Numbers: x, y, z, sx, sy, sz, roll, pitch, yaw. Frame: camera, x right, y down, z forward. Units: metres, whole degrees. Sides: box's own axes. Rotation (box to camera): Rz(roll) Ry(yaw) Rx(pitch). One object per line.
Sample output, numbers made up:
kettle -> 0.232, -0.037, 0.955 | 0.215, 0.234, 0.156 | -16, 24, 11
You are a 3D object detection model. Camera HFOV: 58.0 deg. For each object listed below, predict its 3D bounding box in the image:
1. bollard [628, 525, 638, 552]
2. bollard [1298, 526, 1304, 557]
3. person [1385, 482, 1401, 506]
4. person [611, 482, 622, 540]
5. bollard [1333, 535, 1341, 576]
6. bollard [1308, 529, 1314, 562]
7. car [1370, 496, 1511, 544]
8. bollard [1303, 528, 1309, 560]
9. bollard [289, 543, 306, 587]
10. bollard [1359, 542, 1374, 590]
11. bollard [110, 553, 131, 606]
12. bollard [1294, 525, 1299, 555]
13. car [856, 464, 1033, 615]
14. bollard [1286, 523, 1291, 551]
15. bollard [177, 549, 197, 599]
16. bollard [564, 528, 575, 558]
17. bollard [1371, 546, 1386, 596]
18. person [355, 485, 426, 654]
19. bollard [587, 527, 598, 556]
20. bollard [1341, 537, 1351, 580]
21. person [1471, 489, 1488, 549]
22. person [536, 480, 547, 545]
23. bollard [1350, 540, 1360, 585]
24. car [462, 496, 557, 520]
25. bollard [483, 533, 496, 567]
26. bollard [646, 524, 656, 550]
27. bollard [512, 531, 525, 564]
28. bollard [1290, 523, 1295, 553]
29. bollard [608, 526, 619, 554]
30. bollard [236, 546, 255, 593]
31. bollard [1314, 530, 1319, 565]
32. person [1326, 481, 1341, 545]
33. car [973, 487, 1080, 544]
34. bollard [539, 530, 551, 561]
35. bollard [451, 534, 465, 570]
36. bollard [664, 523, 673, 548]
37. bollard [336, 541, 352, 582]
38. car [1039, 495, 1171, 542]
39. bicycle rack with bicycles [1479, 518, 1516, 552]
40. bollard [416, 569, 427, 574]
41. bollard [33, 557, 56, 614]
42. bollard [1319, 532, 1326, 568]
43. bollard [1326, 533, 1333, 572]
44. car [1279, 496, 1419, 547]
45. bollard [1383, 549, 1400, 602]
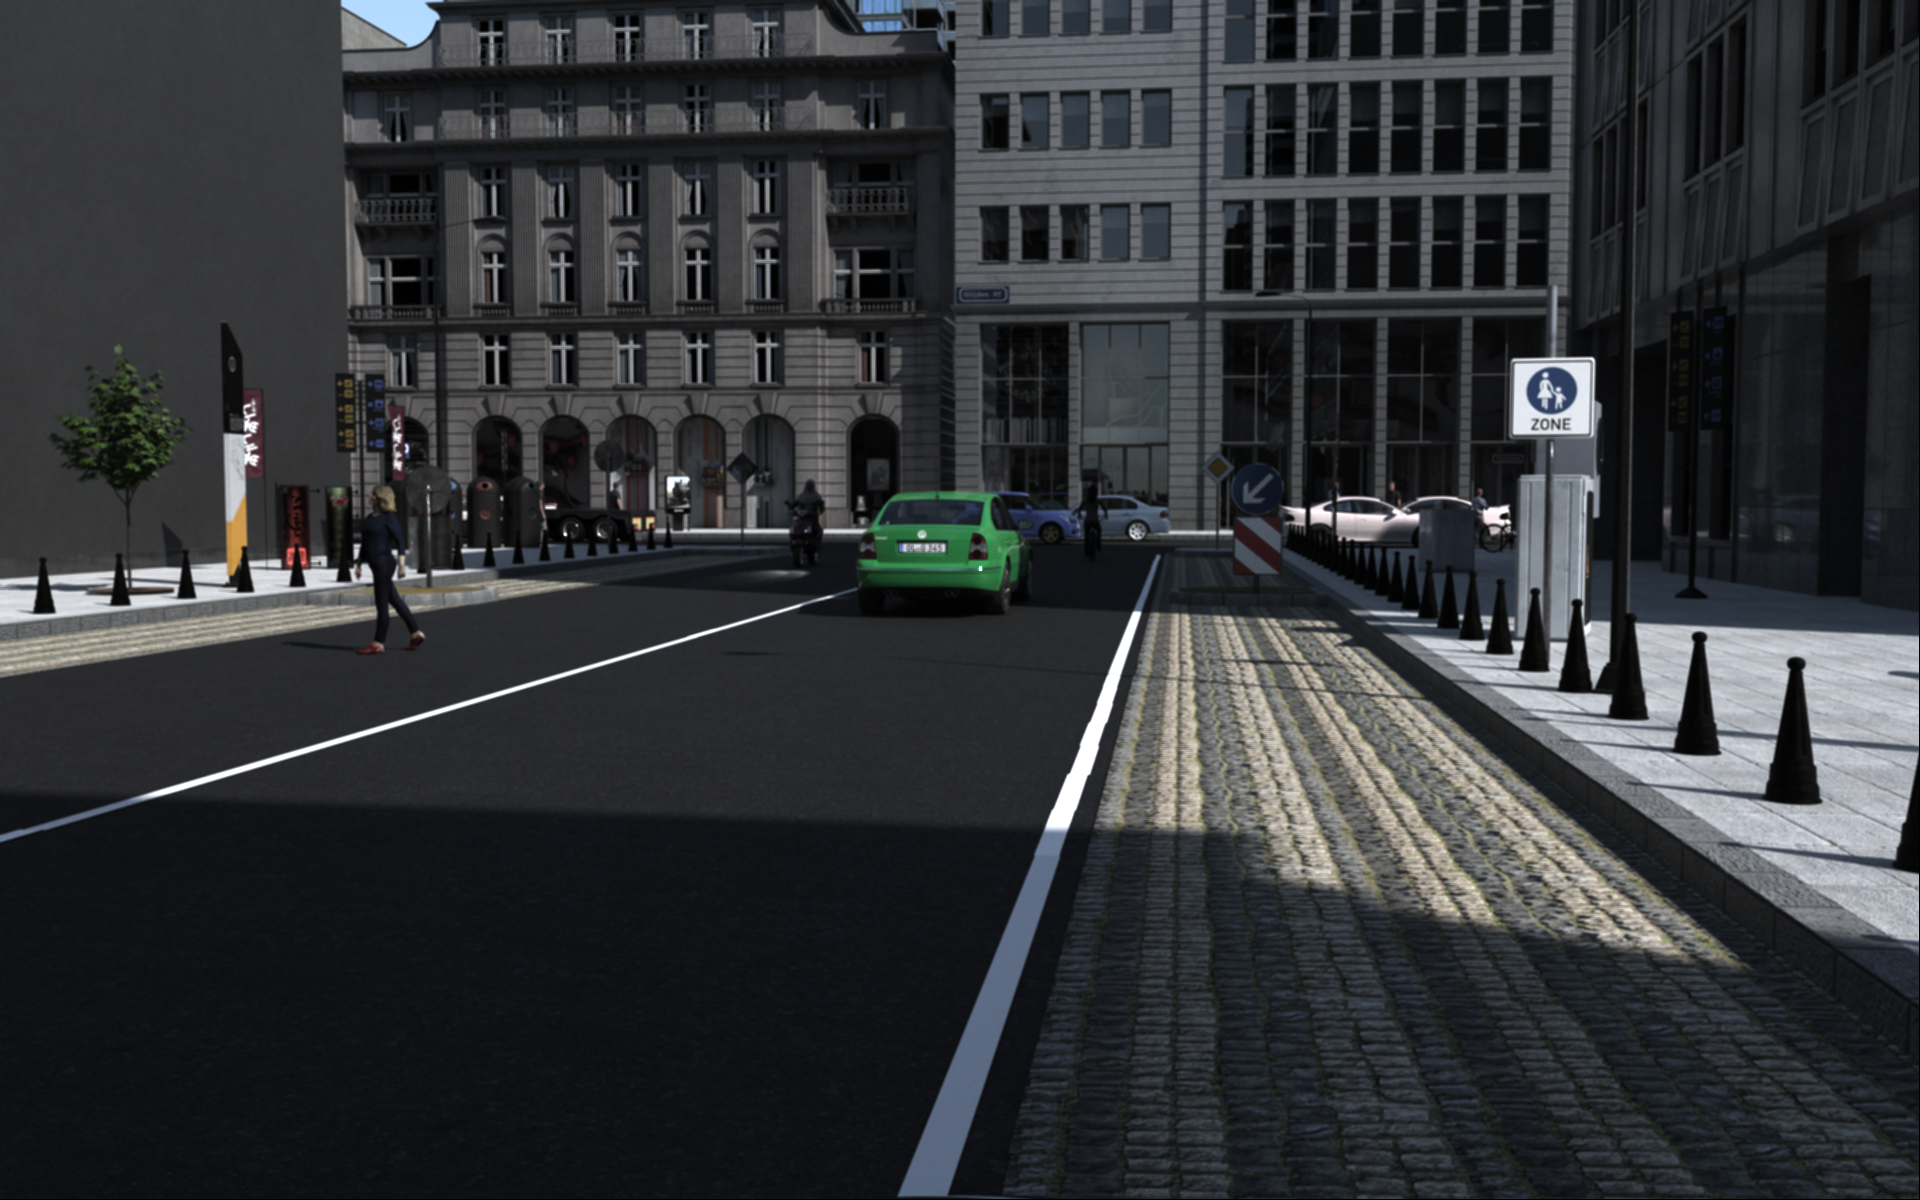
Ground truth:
bollard -> -7.297, -1.381, 38.629 | 0.229, 0.601, 0.229 | 0, 3, 0
bollard -> 7.059, -1.175, 35.256 | 0.229, 0.601, 0.229 | 0, 3, 0
person -> 12.933, -2.658, 52.087 | 0.434, 1.807, 0.598 | -2, 4, -26
person -> -10.637, -2.761, 53.773 | 0.434, 1.807, 0.598 | -2, 4, -33
bollard -> 6.043, -0.687, 27.274 | 0.229, 0.601, 0.229 | 0, 3, 0
bollard -> 6.725, -1.012, 32.595 | 0.229, 0.601, 0.229 | 0, 3, 0
car -> 13.572, -2.338, 50.583 | 4.827, 1.381, 2.083 | 0, 4, 8
bollard -> 6.892, -1.094, 33.923 | 0.229, 0.601, 0.229 | 0, 3, 0
bollard -> -9.167, -0.484, 23.949 | 0.229, 0.601, 0.229 | 0, 3, 0
bollard -> 5.531, -0.442, 23.269 | 0.229, 0.601, 0.229 | 0, 3, 0
bollard -> -9.676, -0.239, 19.945 | 0.229, 0.601, 0.229 | 0, 3, 0
bollard -> 7.231, -1.257, 36.591 | 0.229, 0.601, 0.229 | 0, 3, 0
car -> -0.111, -0.811, 22.057 | 1.959, 1.807, 4.718 | 1, 4, 8
bollard -> 7.568, -1.420, 39.254 | 0.229, 0.601, 0.229 | 0, 3, 0
bollard -> -9.506, -0.320, 21.274 | 0.229, 0.601, 0.229 | 0, 3, 0
bollard -> -7.806, -1.134, 34.590 | 0.229, 0.601, 0.229 | 0, 3, 0
bollard -> 5.363, -0.360, 21.921 | 0.229, 0.601, 0.229 | 0, 3, 0
person -> -5.161, -0.283, 15.664 | 0.480, 1.512, 0.613 | 2, 4, 26
bollard -> -7.639, -1.218, 35.955 | 0.229, 0.601, 0.229 | 0, 3, 0
bollard -> 5.873, -0.606, 25.946 | 0.229, 0.601, 0.229 | 0, 3, 0
person -> 13.650, -2.143, 45.608 | 0.319, 1.574, 0.516 | -2, 4, -31
person -> -11.322, -2.335, 46.801 | 0.434, 1.807, 0.598 | -1, 4, -18
bollard -> 5.705, -0.524, 24.602 | 0.229, 0.601, 0.229 | 0, 3, 0
car -> -15.475, -2.687, 56.290 | 4.827, 1.381, 2.083 | 0, 4, 7
bollard -> -8.319, -0.891, 30.605 | 0.229, 0.601, 0.229 | 0, 3, 0
bollard -> -7.127, -1.463, 39.957 | 0.229, 0.601, 0.229 | 0, 3, 0
bollard -> -8.148, -0.972, 31.934 | 0.229, 0.601, 0.229 | 0, 3, 0
bollard -> 7.402, -1.338, 37.923 | 0.229, 0.601, 0.229 | 0, 3, 0
bollard -> -7.460, -1.300, 37.292 | 0.229, 0.601, 0.229 | 0, 3, 0
bollard -> -9.338, -0.402, 22.613 | 0.229, 0.601, 0.229 | 0, 3, 0
bollard -> 6.556, -0.931, 31.263 | 0.229, 0.601, 0.229 | 0, 3, 0
person -> 10.521, -2.450, 48.739 | 0.419, 1.800, 0.721 | 2, 4, 34
car -> 1.626, -2.485, 50.219 | 3.694, 1.707, 1.945 | 1, 4, 9
bollard -> -7.978, -1.053, 33.262 | 0.229, 0.601, 0.229 | 0, 3, 0
bollard -> -8.490, -0.809, 29.275 | 0.229, 0.601, 0.229 | 0, 3, 0
bollard -> -6.955, -1.544, 41.285 | 0.229, 0.601, 0.229 | 0, 3, 0
bollard -> -8.994, -0.565, 25.276 | 0.229, 0.601, 0.229 | 0, 3, 0
car -> 4.209, -2.519, 53.191 | 4.499, 1.417, 2.014 | 0, 4, 7
bicycle rack with bicycles -> 13.233, -1.539, 38.552 | 2.925, 0.926, 2.852 | 2, 4, 26
bollard -> -8.658, -0.728, 27.947 | 0.229, 0.601, 0.229 | 0, 3, 0
bollard -> -9.849, -0.157, 18.614 | 0.229, 0.601, 0.229 | 0, 3, 0
bollard -> 6.385, -0.849, 29.930 | 0.229, 0.601, 0.229 | 0, 3, 0
bollard -> 6.213, -0.768, 28.602 | 0.229, 0.601, 0.229 | 0, 3, 0
car -> 11.020, -2.106, 46.798 | 4.827, 1.381, 2.083 | 1, 4, 8
bollard -> 5.191, -0.278, 20.585 | 0.229, 0.601, 0.229 | 0, 3, 0
